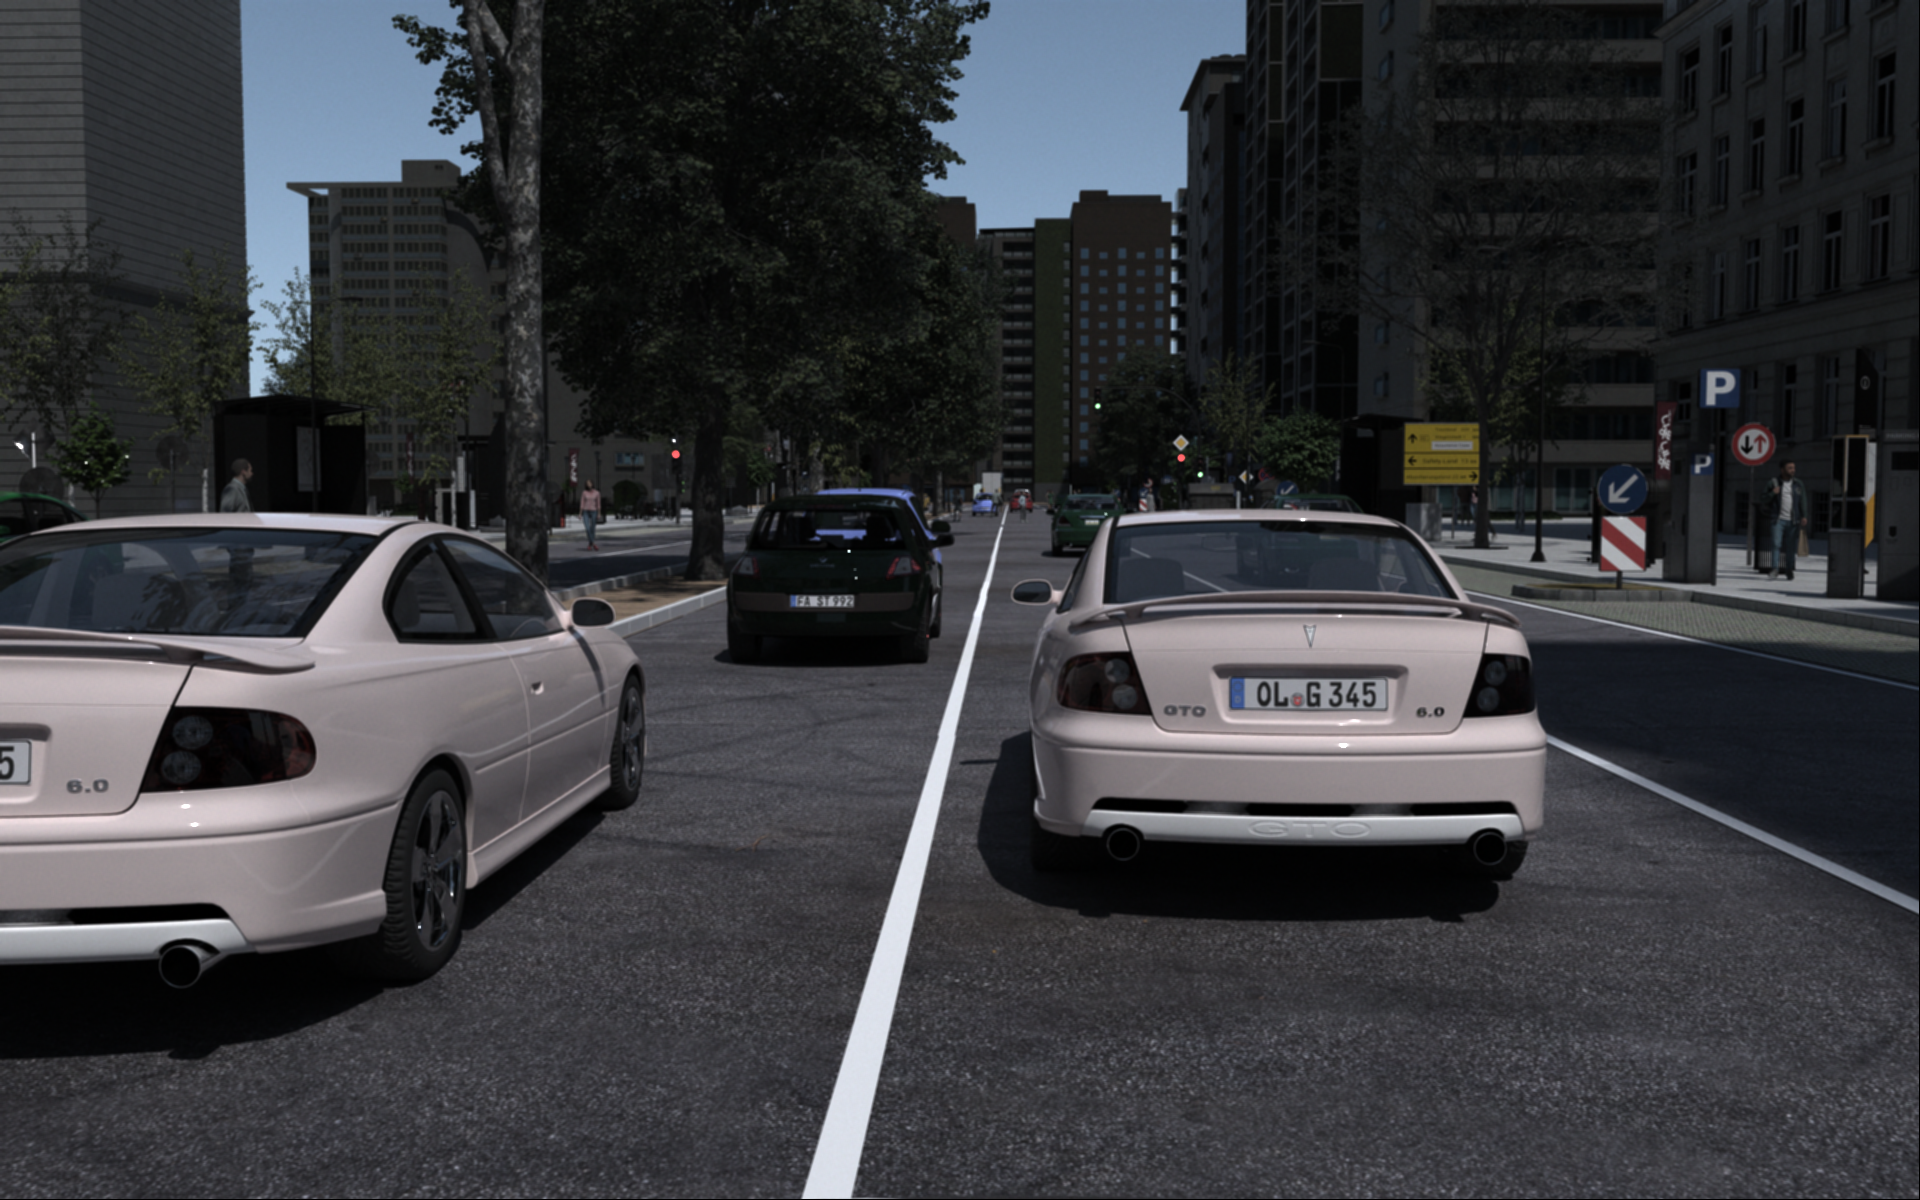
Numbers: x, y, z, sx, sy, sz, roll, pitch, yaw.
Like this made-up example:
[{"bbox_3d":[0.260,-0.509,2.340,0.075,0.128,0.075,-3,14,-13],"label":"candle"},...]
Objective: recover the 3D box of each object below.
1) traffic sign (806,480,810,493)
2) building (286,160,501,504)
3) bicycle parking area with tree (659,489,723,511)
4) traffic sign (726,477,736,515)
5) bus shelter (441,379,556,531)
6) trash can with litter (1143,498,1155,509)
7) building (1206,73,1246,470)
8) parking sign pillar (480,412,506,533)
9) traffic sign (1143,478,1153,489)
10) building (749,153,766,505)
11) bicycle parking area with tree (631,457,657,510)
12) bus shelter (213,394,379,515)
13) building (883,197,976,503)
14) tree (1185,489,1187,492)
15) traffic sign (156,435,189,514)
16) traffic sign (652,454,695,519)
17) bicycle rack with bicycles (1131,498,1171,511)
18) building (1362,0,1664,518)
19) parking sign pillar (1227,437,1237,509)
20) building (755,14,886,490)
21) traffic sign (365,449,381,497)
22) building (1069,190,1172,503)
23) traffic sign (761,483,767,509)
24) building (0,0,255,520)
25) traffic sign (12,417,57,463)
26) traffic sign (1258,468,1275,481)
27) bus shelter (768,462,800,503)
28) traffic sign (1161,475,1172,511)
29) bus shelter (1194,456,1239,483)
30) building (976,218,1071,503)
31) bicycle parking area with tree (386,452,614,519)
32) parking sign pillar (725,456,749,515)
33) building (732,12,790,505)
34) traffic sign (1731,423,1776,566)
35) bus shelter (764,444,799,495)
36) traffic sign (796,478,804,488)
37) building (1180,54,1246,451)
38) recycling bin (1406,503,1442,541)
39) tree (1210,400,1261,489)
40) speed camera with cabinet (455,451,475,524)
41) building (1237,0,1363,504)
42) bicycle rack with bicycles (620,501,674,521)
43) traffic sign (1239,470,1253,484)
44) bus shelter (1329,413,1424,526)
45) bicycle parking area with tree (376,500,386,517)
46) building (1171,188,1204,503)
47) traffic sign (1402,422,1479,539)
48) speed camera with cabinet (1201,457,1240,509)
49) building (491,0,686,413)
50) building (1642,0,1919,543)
[{"bbox_3d":[-13.716,-9.632,157.582,0.768,2.556,0.104,1,4,10],"label":"traffic sign"},{"bbox_3d":[-62.337,-31.545,207.633,23.993,40.220,32.217,0,4,2],"label":"building"},{"bbox_3d":[-22.948,-9.003,134.203,8.231,4.147,9.016,-2,4,-28],"label":"bicycle parking area with tree"},{"bbox_3d":[-13.756,-6.231,104.013,0.606,2.300,0.079,0,4,2],"label":"traffic sign"},{"bbox_3d":[-16.966,-5.236,63.237,2.179,5.291,8.768,0,4,2],"label":"bus shelter"},{"bbox_3d":[15.144,-7.833,139.453,1.055,1.170,0.624,0,4,-7],"label":"trash can with litter"},{"bbox_3d":[34.199,-32.738,185.372,14.600,45.320,14.200,0,4,2],"label":"building"},{"bbox_3d":[-15.267,-4.232,57.666,1.447,3.967,1.447,-2,4,-35],"label":"parking sign pillar"},{"bbox_3d":[14.989,-8.440,138.102,0.768,2.556,0.104,0,4,7],"label":"traffic sign"},{"bbox_3d":[-33.511,-34.623,189.792,21.300,48.544,21.600,0,4,2],"label":"building"},{"bbox_3d":[-25.973,-8.101,119.450,9.016,4.147,8.231,-1,4,-16],"label":"bicycle parking area with tree"},{"bbox_3d":[-16.628,-3.209,43.745,1.731,3.624,6.357,0,4,2],"label":"bus shelter"},{"bbox_3d":[-4.737,-37.243,259.027,14.200,45.320,14.600,0,4,2],"label":"building"},{"bbox_3d":[20.843,-9.723,153.572,1.663,3.219,1.824,0,3,0],"label":"tree"},{"bbox_3d":[-17.132,-2.298,37.675,0.768,2.556,0.104,0,4,8],"label":"traffic sign"},{"bbox_3d":[-14.633,-5.787,88.492,2.265,3.308,0.079,0,4,4],"label":"traffic sign"},{"bbox_3d":[16.405,-8.185,147.200,2.925,0.926,2.852,3,5,42],"label":"bicycle rack with bicycles"},{"bbox_3d":[35.035,-29.238,101.746,21.600,48.544,21.300,0,4,2],"label":"building"},{"bbox_3d":[12.782,-5.677,81.292,1.447,3.967,1.447,1,4,10],"label":"parking sign pillar"},{"bbox_3d":[-22.057,-50.346,261.412,20.611,71.187,20.563,0,4,2],"label":"building"},{"bbox_3d":[-16.920,-3.019,49.462,0.768,2.556,0.104,0,4,4],"label":"traffic sign"},{"bbox_3d":[23.604,-37.164,257.741,14.200,45.320,14.600,0,4,2],"label":"building"},{"bbox_3d":[-14.224,-7.600,124.269,0.884,2.594,0.081,0,4,4],"label":"traffic sign"},{"bbox_3d":[-40.708,-17.125,57.481,29.804,29.767,11.434,0,4,2],"label":"building"},{"bbox_3d":[-15.854,-1.832,29.689,0.795,2.593,0.064,0,4,5],"label":"traffic sign"},{"bbox_3d":[14.273,-4.926,80.640,0.768,2.556,0.104,1,4,9],"label":"traffic sign"},{"bbox_3d":[-12.936,-8.354,127.865,1.731,3.624,6.357,0,4,2],"label":"bus shelter"},{"bbox_3d":[13.922,-7.114,116.412,0.768,2.556,0.104,1,4,9],"label":"traffic sign"},{"bbox_3d":[14.011,-6.220,95.625,2.014,3.302,5.546,0,4,2],"label":"bus shelter"},{"bbox_3d":[9.393,-35.164,258.518,14.086,41.232,14.154,0,4,2],"label":"building"},{"bbox_3d":[-24.084,-6.442,92.332,9.016,4.147,8.231,1,4,22],"label":"bicycle parking area with tree"},{"bbox_3d":[-13.556,-7.131,105.068,1.447,3.967,1.447,0,4,8],"label":"parking sign pillar"},{"bbox_3d":[-35.397,-40.934,211.271,28.212,58.520,21.231,0,4,2],"label":"building"},{"bbox_3d":[14.179,-1.892,31.043,0.768,2.556,0.104,0,4,3],"label":"traffic sign"},{"bbox_3d":[-14.726,-10.089,142.591,2.179,5.291,8.768,0,4,1],"label":"bus shelter"},{"bbox_3d":[-13.153,-8.727,142.695,0.884,2.594,0.081,0,4,5],"label":"traffic sign"},{"bbox_3d":[41.727,-37.745,206.373,28.713,52.752,27.495,0,4,2],"label":"building"},{"bbox_3d":[12.855,-2.169,48.009,0.722,1.027,0.722,-2,4,-23],"label":"recycling bin"},{"bbox_3d":[20.761,-11.065,131.280,4.360,8.622,3.978,0,3,0],"label":"tree"},{"bbox_3d":[-21.079,-4.902,74.480,0.660,3.252,2.038,1,4,17],"label":"speed camera with cabinet"},{"bbox_3d":[36.872,-44.565,166.897,20.563,71.187,20.611,0,4,2],"label":"building"},{"bbox_3d":[-15.083,-4.343,84.392,2.852,0.926,2.925,3,5,40],"label":"bicycle rack with bicycles"},{"bbox_3d":[15.415,-5.718,93.228,0.795,2.593,0.064,1,4,11],"label":"traffic sign"},{"bbox_3d":[12.782,-3.802,53.448,1.731,3.624,6.357,0,4,2],"label":"bus shelter"},{"bbox_3d":[-40.454,-7.702,112.935,9.016,4.147,8.231,-1,4,-21],"label":"bicycle parking area with tree"},{"bbox_3d":[46.347,-39.269,261.648,30.456,49.044,23.786,0,4,2],"label":"building"},{"bbox_3d":[13.691,-3.381,49.154,2.265,3.308,0.079,0,4,2],"label":"traffic sign"},{"bbox_3d":[13.812,-5.961,91.801,2.038,3.252,0.660,1,4,17],"label":"speed camera with cabinet"},{"bbox_3d":[-33.106,-33.303,168.211,21.300,48.544,21.600,0,4,2],"label":"building"},{"bbox_3d":[31.301,-13.030,46.318,16.112,22.955,30.059,0,4,2],"label":"building"}]
